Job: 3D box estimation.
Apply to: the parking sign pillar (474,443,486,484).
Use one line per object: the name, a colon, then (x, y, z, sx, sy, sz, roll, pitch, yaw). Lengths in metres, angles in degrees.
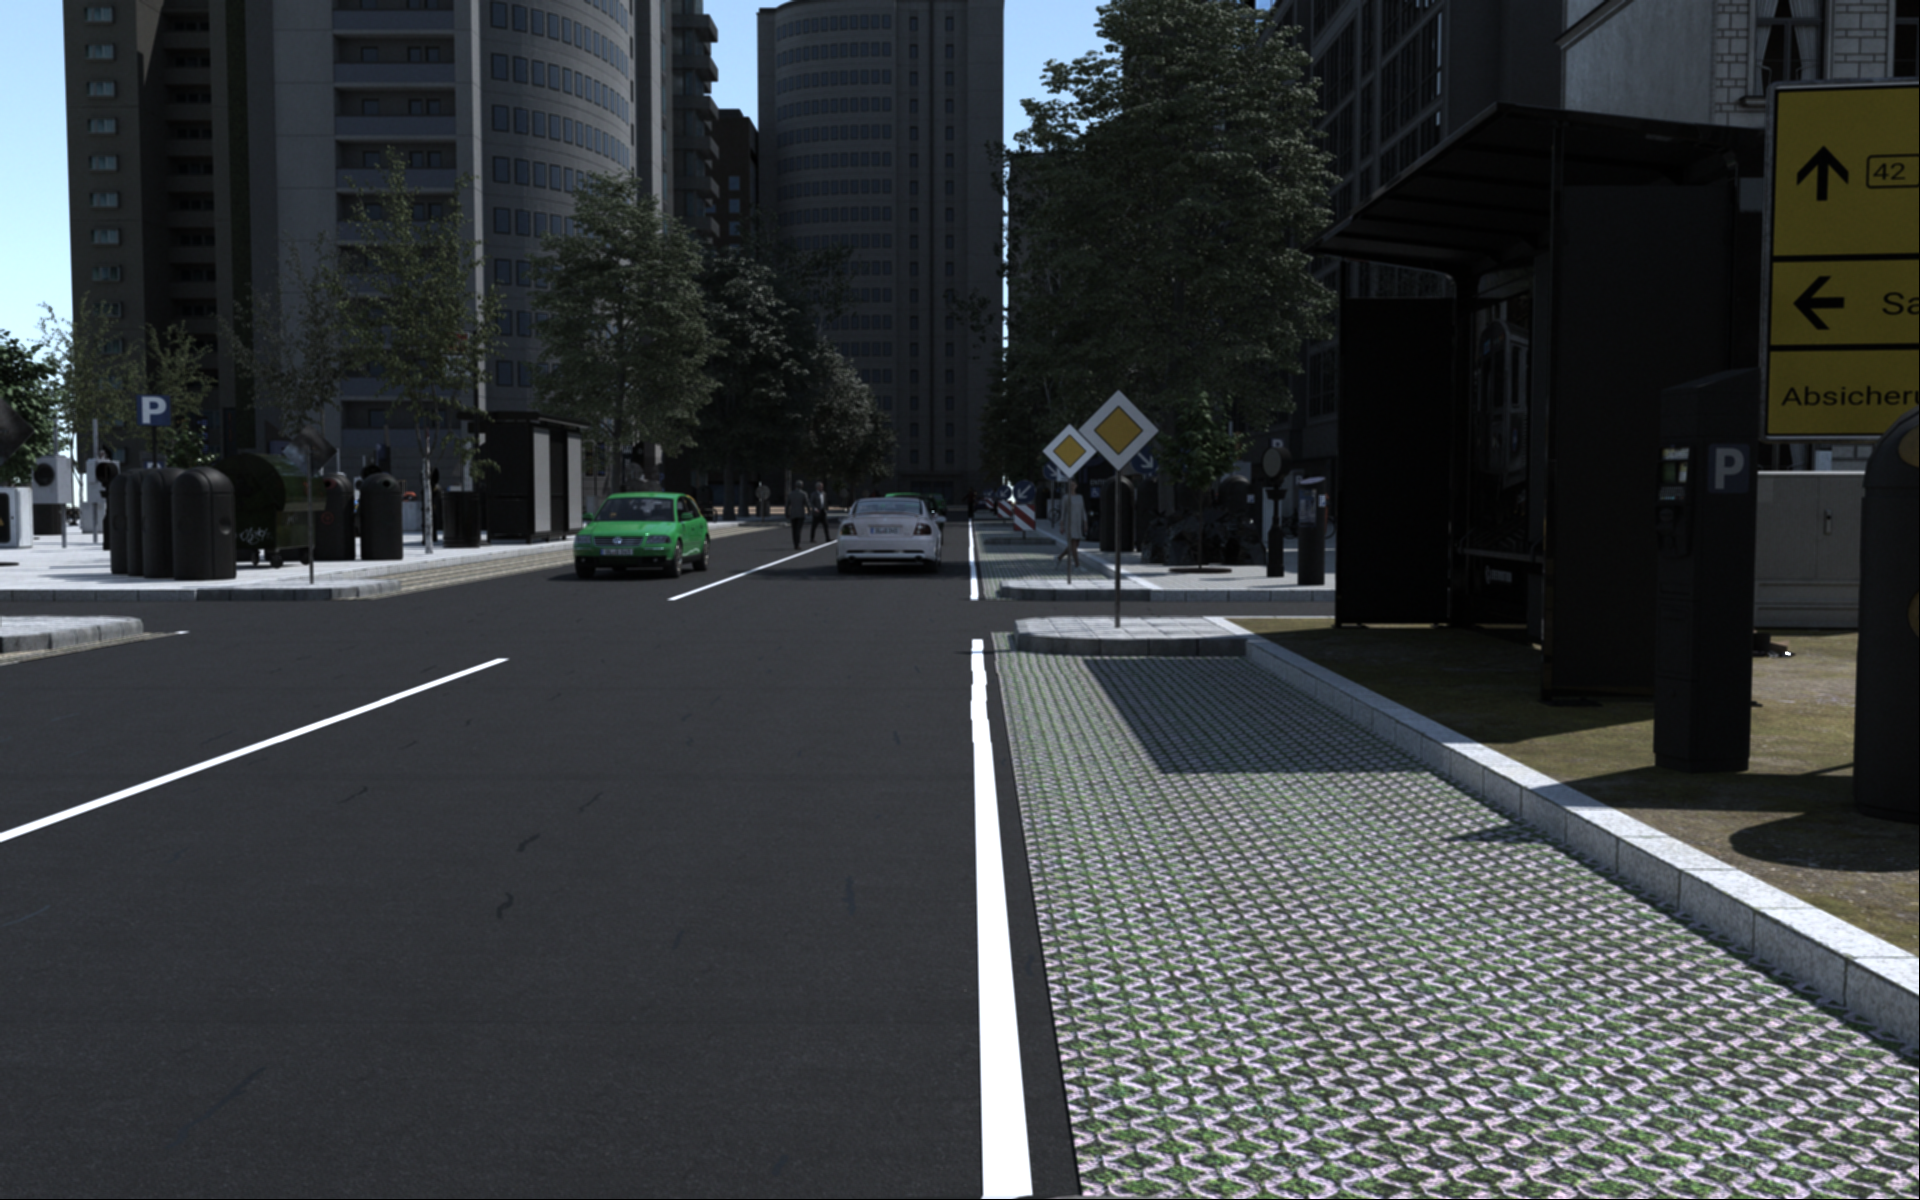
parking sign pillar: (-19.372, -5.077, 71.484, 1.447, 3.967, 1.447, -1, 4, -10)

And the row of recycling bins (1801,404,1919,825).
row of recycling bins: (4.469, 0.089, 5.657, 1.069, 1.692, 3.534, -1, 4, -17)

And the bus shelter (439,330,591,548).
bus shelter: (-11.677, -4.136, 45.252, 2.179, 5.291, 8.768, 0, 4, 0)

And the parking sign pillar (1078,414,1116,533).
parking sign pillar: (4.597, -4.239, 57.775, 1.447, 3.967, 1.447, 2, 4, 30)

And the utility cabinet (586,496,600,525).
utility cabinet: (-12.857, -3.027, 60.646, 0.306, 1.237, 1.020, 0, 4, -2)

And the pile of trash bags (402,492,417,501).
pile of trash bags: (-22.768, -4.069, 76.282, 3.447, 1.369, 1.912, -1, 4, -13)

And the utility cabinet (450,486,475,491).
utility cabinet: (-13.935, -2.454, 48.796, 0.318, 1.500, 1.173, -3, 5, -43)

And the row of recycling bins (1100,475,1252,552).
row of recycling bins: (4.789, -1.916, 38.432, 3.534, 1.692, 1.069, 1, 4, 22)

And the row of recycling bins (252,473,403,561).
row of recycling bins: (-12.633, -1.615, 33.518, 3.534, 1.692, 1.069, -1, 4, -14)

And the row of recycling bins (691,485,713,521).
row of recycling bins: (-13.241, -4.580, 82.001, 3.534, 1.692, 1.069, 2, 4, 23)

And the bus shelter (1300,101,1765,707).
bus shelter: (4.084, -1.360, 13.513, 1.731, 3.624, 6.357, 0, 4, 0)

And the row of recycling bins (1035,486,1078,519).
row of recycling bins: (5.613, -5.037, 89.474, 3.534, 1.692, 1.069, 1, 4, 11)

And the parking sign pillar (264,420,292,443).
parking sign pillar: (-24.740, -4.587, 63.466, 1.447, 3.967, 1.447, 2, 4, 35)

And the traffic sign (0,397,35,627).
traffic sign: (-9.284, -0.796, 16.656, 0.795, 2.450, 0.064, 0, 4, 0)

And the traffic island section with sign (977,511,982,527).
traffic island section with sign: (1.844, -4.144, 76.381, 1.989, 1.847, 2.006, 0, 4, 0)

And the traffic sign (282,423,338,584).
traffic sign: (-9.244, -1.284, 24.641, 0.795, 2.450, 0.064, 0, 4, 0)

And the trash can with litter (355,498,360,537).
trash can with litter: (-17.789, -2.424, 51.024, 0.624, 1.170, 1.055, 1, 4, 20)

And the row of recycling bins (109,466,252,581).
row of recycling bins: (-12.304, -1.211, 26.916, 1.069, 1.692, 3.534, -3, 5, -44)

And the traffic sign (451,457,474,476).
traffic sign: (-14.618, -3.127, 51.128, 0.884, 2.594, 0.081, 1, 4, 9)

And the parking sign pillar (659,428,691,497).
parking sign pillar: (-11.634, -5.030, 70.718, 1.447, 3.967, 1.447, -3, 5, -44)

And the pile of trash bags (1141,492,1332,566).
pile of trash bags: (5.111, -1.350, 31.818, 3.447, 1.369, 1.912, 0, 4, -5)

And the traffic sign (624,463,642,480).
traffic sign: (-13.211, -4.275, 69.997, 0.768, 2.556, 0.104, 1, 4, 8)

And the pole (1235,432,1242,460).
pole: (9.076, -3.835, 56.540, 0.158, 3.312, 0.155, 0, 3, 0)

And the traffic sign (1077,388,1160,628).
traffic sign: (1.510, -0.791, 16.582, 0.795, 2.450, 0.064, 0, 4, 0)

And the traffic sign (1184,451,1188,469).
traffic sign: (5.998, -2.770, 45.394, 0.768, 2.556, 0.104, 0, 4, 7)

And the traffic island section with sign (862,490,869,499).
traffic island section with sign: (-8.295, -8.862, 153.527, 1.989, 1.847, 2.006, 0, 4, 0)

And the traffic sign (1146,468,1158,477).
traffic sign: (6.426, -3.539, 57.974, 0.768, 2.556, 0.104, 0, 4, 4)

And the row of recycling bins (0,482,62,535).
row of recycling bins: (-29.910, -2.920, 54.855, 3.534, 1.692, 1.069, 1, 4, 19)

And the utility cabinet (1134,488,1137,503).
utility cabinet: (6.984, -3.666, 68.624, 0.318, 1.500, 1.173, -1, 4, -18)

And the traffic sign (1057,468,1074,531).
traffic sign: (3.612, -3.502, 59.395, 0.606, 2.300, 0.079, 1, 4, 10)

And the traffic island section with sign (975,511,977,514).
traffic island section with sign: (2.093, -7.203, 126.397, 1.989, 1.847, 2.006, 0, 4, 0)

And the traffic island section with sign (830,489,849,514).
traffic island section with sign: (-8.425, -7.207, 126.459, 1.989, 1.847, 2.006, 0, 4, 0)

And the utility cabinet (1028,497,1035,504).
utility cabinet: (4.303, -5.357, 96.273, 0.318, 1.500, 1.173, 3, 5, 43)

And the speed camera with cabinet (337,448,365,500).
speed camera with cabinet: (-26.719, -4.974, 75.653, 0.660, 3.252, 2.038, 2, 4, 29)

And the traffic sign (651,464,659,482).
traffic sign: (-12.601, -4.446, 72.794, 0.768, 2.556, 0.104, 0, 4, 5)

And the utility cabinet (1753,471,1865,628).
utility cabinet: (8.076, -0.474, 16.437, 1.173, 1.500, 0.318, 0, 4, 6)

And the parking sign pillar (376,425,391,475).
parking sign pillar: (-22.194, -4.788, 66.757, 1.447, 3.967, 1.447, -1, 4, -22)

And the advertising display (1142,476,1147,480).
advertising display: (6.617, -3.305, 59.245, 0.123, 1.923, 0.974, -3, 5, -43)

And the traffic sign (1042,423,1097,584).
traffic sign: (1.550, -1.280, 24.567, 0.795, 2.450, 0.064, 0, 4, 0)

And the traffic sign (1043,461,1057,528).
traffic sign: (3.518, -4.000, 65.510, 0.768, 2.556, 0.104, 1, 4, 10)

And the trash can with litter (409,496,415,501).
trash can with litter: (-22.174, -3.601, 69.931, 1.678, 1.210, 2.233, -2, 4, -26)

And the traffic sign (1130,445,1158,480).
traffic sign: (4.796, -2.745, 44.987, 0.768, 2.556, 0.104, 0, 4, 4)

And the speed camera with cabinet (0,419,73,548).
speed camera with cabinet: (-22.213, -2.865, 41.172, 2.038, 3.252, 0.660, 1, 4, 9)

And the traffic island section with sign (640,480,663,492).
traffic island section with sign: (-8.820, -2.488, 49.304, 1.989, 1.847, 2.006, 0, 4, 0)

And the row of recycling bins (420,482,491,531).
row of recycling bins: (-17.416, -3.305, 61.150, 3.534, 1.692, 1.069, 1, 4, 14)

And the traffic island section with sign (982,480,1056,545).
traffic island section with sign: (1.703, -2.495, 49.426, 1.989, 1.847, 2.006, 0, 4, 0)

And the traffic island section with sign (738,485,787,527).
traffic island section with sign: (-8.674, -4.145, 76.405, 1.989, 1.847, 2.006, 0, 4, 0)

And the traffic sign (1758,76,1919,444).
traffic sign: (5.102, -0.895, 8.498, 2.265, 3.308, 0.079, 1, 4, 9)
